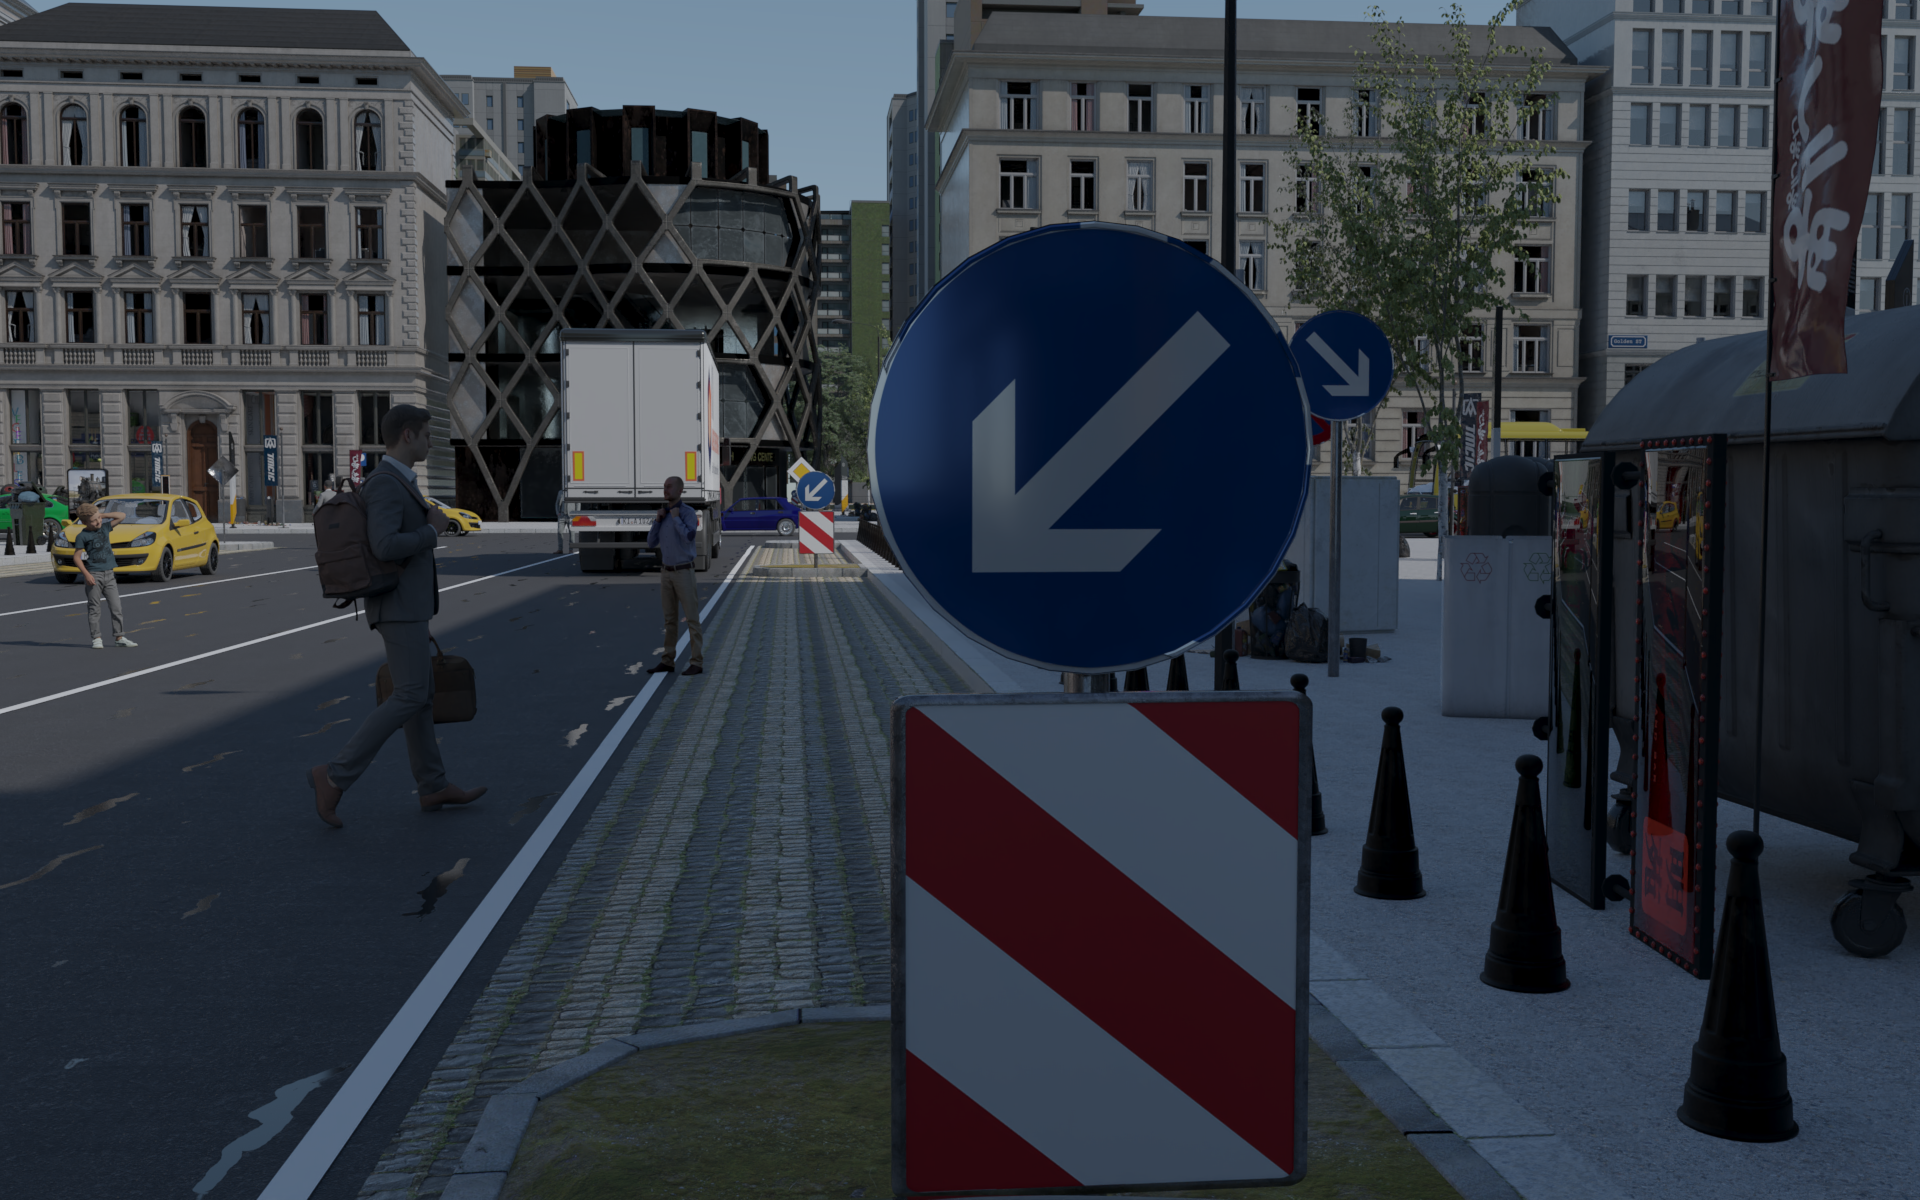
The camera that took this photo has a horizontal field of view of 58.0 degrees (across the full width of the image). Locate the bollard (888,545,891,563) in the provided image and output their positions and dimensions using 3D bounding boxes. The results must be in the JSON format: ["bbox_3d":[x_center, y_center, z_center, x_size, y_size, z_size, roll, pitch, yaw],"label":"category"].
[{"bbox_3d":[-1.136,-0.929,31.233,0.229,0.601,0.229,0,3,0],"label":"bollard"}]

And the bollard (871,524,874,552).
[{"bbox_3d":[-1.739,-1.304,37.365,0.229,0.601,0.229,0,3,0],"label":"bollard"}]

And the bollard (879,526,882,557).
[{"bbox_3d":[-1.439,-1.117,34.300,0.229,0.601,0.229,0,3,0],"label":"bollard"}]

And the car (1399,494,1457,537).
[{"bbox_3d":[14.444,-2.877,56.830,4.222,1.686,2.009,0,4,-7],"label":"car"}]

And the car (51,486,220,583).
[{"bbox_3d":[-13.880,-1.163,29.237,2.015,1.641,3.980,0,4,-7],"label":"car"}]

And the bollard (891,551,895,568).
[{"bbox_3d":[-1.034,-0.866,30.194,0.229,0.601,0.229,0,3,0],"label":"bollard"}]

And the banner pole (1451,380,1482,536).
[{"bbox_3d":[10.991,-2.925,37.848,0.863,3.779,0.401,3,5,40],"label":"banner pole"}]

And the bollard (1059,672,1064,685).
[{"bbox_3d":[0.783,0.265,11.705,0.229,0.601,0.229,0,3,0],"label":"bollard"}]

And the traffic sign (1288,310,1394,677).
[{"bbox_3d":[2.627,-0.734,12.101,0.768,2.556,0.104,0,4,-1],"label":"traffic sign"}]

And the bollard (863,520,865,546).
[{"bbox_3d":[-2.146,-1.556,41.482,0.229,0.601,0.229,0,3,0],"label":"bollard"}]

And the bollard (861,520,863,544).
[{"bbox_3d":[-2.244,-1.619,42.516,0.229,0.601,0.229,0,3,0],"label":"bollard"}]

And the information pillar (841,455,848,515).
[{"bbox_3d":[-7.006,-6.938,104.795,0.183,3.616,0.504,3,5,44],"label":"information pillar"}]

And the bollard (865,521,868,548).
[{"bbox_3d":[-2.041,-1.493,40.451,0.229,0.601,0.229,0,3,0],"label":"bollard"}]

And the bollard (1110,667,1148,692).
[{"bbox_3d":[0.986,0.390,9.662,0.229,0.601,0.229,0,3,0],"label":"bollard"}]

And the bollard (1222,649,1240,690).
[{"bbox_3d":[1.188,0.516,7.604,0.229,0.601,0.229,0,3,0],"label":"bollard"}]

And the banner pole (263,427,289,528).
[{"bbox_3d":[-25.611,-4.576,64.832,0.863,3.779,0.401,-1,4,-22],"label":"banner pole"}]

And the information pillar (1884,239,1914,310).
[{"bbox_3d":[8.576,-1.501,15.891,0.504,3.616,0.183,-3,5,-44],"label":"information pillar"}]

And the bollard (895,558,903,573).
[{"bbox_3d":[-0.931,-0.802,29.161,0.229,0.601,0.229,0,3,0],"label":"bollard"}]

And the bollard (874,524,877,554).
[{"bbox_3d":[-1.638,-1.242,36.344,0.229,0.601,0.229,0,3,0],"label":"bollard"}]

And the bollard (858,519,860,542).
[{"bbox_3d":[-2.441,-1.745,44.569,0.229,0.601,0.229,0,3,0],"label":"bollard"}]

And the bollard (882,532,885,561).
[{"bbox_3d":[-1.337,-1.054,33.278,0.229,0.601,0.229,0,3,0],"label":"bollard"}]

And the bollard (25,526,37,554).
[{"bbox_3d":[-20.013,-1.300,37.301,0.229,0.601,0.229,0,3,0],"label":"bollard"}]

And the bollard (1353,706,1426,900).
[{"bbox_3d":[1.384,0.641,5.560,0.229,0.601,0.229,0,3,0],"label":"bollard"}]

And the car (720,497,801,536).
[{"bbox_3d":[-7.275,-2.856,59.282,3.894,1.354,1.945,0,4,-7],"label":"car"}]

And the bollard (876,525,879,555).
[{"bbox_3d":[-1.536,-1.179,35.322,0.229,0.601,0.229,0,3,0],"label":"bollard"}]

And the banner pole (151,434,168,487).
[{"bbox_3d":[-33.155,-5.010,71.935,0.401,3.779,0.863,3,5,41],"label":"banner pole"}]

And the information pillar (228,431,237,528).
[{"bbox_3d":[-27.211,-4.491,64.784,0.183,3.616,0.504,0,4,-8],"label":"information pillar"}]

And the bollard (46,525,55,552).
[{"bbox_3d":[-20.117,-1.363,38.334,0.229,0.601,0.229,0,3,0],"label":"bollard"}]

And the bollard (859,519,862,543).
[{"bbox_3d":[-2.345,-1.682,43.546,0.229,0.601,0.229,0,3,0],"label":"bollard"}]

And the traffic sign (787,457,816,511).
[{"bbox_3d":[-4.254,-2.624,46.547,0.795,2.450,0.064,0,4,-6],"label":"traffic sign"}]

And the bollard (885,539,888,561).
[{"bbox_3d":[-1.238,-0.992,32.257,0.229,0.601,0.229,0,3,0],"label":"bollard"}]

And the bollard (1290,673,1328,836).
[{"bbox_3d":[1.287,0.579,6.582,0.229,0.601,0.229,0,3,0],"label":"bollard"}]

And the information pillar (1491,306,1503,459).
[{"bbox_3d":[6.766,-1.867,21.878,0.183,3.616,0.504,1,4,13],"label":"information pillar"}]

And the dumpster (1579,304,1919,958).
[{"bbox_3d":[2.953,0.017,5.480,1.264,1.857,1.865,0,4,-6],"label":"dumpster"}]

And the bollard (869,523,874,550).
[{"bbox_3d":[-1.838,-1.367,38.387,0.229,0.601,0.229,0,3,0],"label":"bollard"}]

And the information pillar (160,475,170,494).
[{"bbox_3d":[-31.115,-3.874,67.829,0.304,2.012,0.304,-2,4,-33],"label":"information pillar"}]

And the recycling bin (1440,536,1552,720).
[{"bbox_3d":[3.213,0.144,10.195,0.722,1.027,0.722,1,4,15],"label":"recycling bin"}]

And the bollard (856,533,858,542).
[{"bbox_3d":[-2.544,-1.807,45.590,0.229,0.601,0.229,0,3,0],"label":"bollard"}]

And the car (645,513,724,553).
[{"bbox_3d":[-6.984,-1.911,43.823,1.945,1.354,3.894,0,4,-5],"label":"car"}]

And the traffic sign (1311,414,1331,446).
[{"bbox_3d":[3.690,-1.119,18.410,0.768,2.556,0.104,0,4,-5],"label":"traffic sign"}]

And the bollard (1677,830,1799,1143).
[{"bbox_3d":[1.586,0.766,3.516,0.229,0.601,0.229,0,3,0],"label":"bollard"}]

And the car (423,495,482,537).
[{"bbox_3d":[-18.283,-2.967,58.727,3.980,1.641,2.015,0,4,-4],"label":"car"}]

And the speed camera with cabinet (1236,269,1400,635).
[{"bbox_3d":[3.017,-1.312,15.792,2.038,3.252,0.660,-1,4,-23],"label":"speed camera with cabinet"}]

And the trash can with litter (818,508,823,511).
[{"bbox_3d":[-9.789,-6.764,121.971,0.624,1.170,1.055,-1,4,-12],"label":"trash can with litter"}]

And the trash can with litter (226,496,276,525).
[{"bbox_3d":[-30.276,-3.838,73.801,2.233,1.210,1.678,-3,4,-36],"label":"trash can with litter"}]

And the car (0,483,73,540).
[{"bbox_3d":[-29.917,-2.823,54.956,4.718,1.807,1.959,0,4,-4],"label":"car"}]

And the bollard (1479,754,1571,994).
[{"bbox_3d":[1.486,0.704,4.538,0.229,0.601,0.229,0,3,0],"label":"bollard"}]

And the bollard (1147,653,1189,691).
[{"bbox_3d":[1.086,0.453,8.640,0.229,0.601,0.229,0,3,0],"label":"bollard"}]

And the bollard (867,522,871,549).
[{"bbox_3d":[-1.938,-1.429,39.409,0.229,0.601,0.229,0,3,0],"label":"bollard"}]

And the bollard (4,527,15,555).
[{"bbox_3d":[-19.915,-1.238,36.279,0.229,0.601,0.229,0,3,0],"label":"bollard"}]

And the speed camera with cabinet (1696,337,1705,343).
[{"bbox_3d":[9.772,-1.726,22.551,2.038,3.252,0.660,-3,5,-39],"label":"speed camera with cabinet"}]

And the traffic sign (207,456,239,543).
[{"bbox_3d":[-19.178,-2.536,45.107,0.795,2.450,0.064,0,4,-6],"label":"traffic sign"}]
